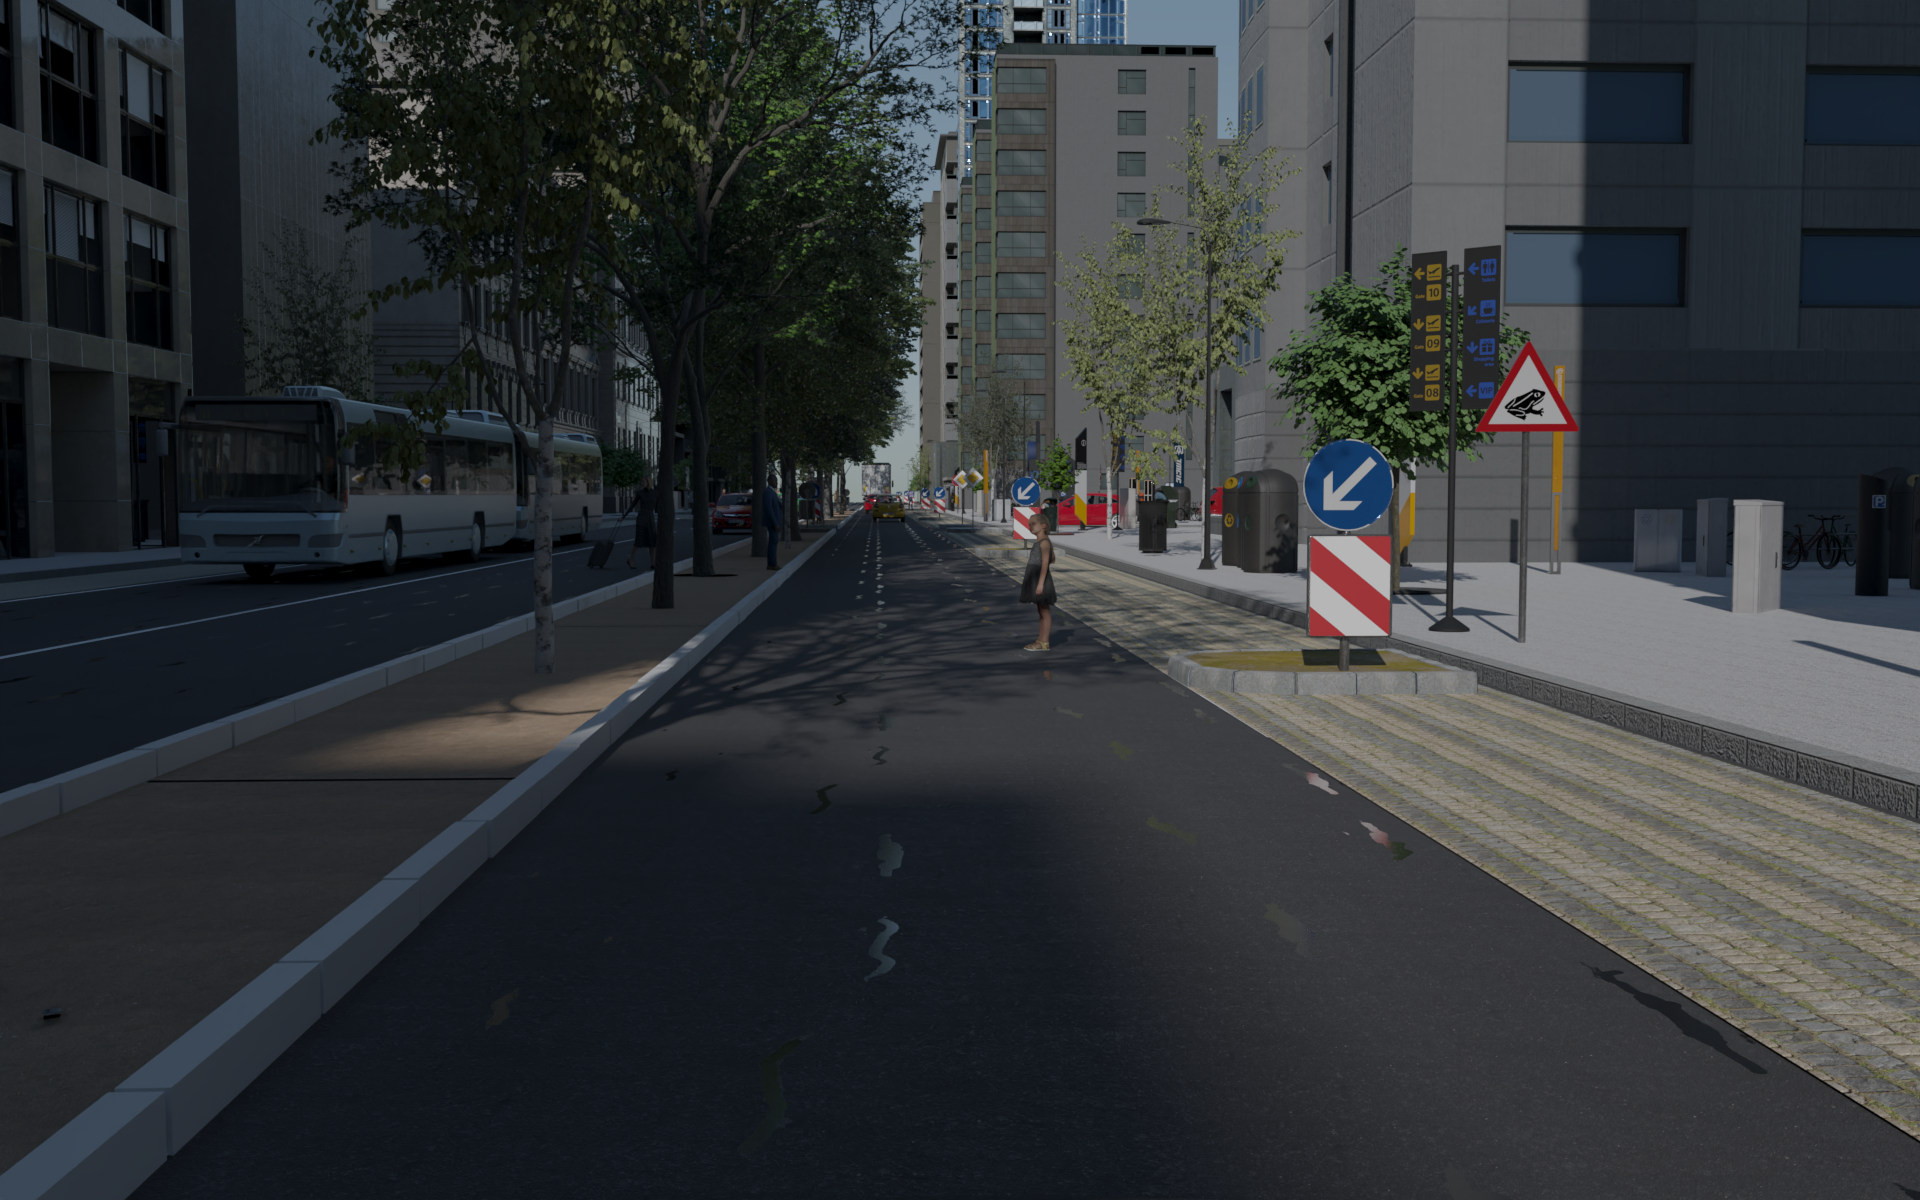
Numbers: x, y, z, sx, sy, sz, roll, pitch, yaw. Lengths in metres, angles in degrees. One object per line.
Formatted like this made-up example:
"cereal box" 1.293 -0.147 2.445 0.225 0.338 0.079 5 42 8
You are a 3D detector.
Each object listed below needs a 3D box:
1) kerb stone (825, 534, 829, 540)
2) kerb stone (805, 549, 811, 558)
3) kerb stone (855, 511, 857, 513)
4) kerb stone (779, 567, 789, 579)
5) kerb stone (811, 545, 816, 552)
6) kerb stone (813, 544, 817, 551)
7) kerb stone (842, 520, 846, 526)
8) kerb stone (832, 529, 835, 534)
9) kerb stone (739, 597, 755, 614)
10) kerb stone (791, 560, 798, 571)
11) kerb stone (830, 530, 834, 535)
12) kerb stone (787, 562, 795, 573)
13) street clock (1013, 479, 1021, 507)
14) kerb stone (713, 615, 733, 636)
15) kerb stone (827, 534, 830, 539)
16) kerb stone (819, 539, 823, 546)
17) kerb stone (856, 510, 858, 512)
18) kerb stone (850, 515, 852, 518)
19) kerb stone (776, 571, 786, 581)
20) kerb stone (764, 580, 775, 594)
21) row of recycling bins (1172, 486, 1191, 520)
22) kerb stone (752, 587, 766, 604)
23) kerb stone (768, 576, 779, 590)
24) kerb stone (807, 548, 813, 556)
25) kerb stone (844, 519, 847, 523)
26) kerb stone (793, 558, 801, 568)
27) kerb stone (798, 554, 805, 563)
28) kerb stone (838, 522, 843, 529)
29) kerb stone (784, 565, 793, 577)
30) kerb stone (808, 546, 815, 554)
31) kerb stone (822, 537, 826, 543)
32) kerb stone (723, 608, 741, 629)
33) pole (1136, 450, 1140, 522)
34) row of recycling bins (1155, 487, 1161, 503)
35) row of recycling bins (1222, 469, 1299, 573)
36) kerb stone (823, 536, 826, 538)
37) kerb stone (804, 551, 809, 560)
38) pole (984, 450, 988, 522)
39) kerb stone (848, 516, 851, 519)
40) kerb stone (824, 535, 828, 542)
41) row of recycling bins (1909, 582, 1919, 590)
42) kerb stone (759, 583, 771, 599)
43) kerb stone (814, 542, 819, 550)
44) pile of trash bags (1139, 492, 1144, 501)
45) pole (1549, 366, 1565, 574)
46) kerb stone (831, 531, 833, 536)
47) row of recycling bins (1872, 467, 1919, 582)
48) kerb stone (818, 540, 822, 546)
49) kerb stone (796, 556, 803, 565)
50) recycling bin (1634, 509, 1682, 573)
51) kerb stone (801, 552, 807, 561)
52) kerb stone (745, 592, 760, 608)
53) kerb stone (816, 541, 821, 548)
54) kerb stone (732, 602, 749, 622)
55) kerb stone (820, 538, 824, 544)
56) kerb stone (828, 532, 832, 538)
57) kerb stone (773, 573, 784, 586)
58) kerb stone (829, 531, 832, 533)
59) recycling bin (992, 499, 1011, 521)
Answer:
"kerb stone" -4.040 -1.784 51.360 0.120 0.150 1.000 0 4 -3
"kerb stone" -3.401 -0.965 38.042 0.120 0.150 1.000 0 4 -3
"kerb stone" -7.159 -5.760 116.378 0.120 0.150 1.000 0 4 -3
"kerb stone" -2.969 -0.406 28.832 0.120 0.150 1.000 0 4 -3
"kerb stone" -3.550 -1.157 41.117 0.120 0.150 1.000 0 4 -3
"kerb stone" -3.608 -1.217 42.138 0.120 0.150 1.000 0 4 -3
"kerb stone" -5.299 -3.372 77.472 0.120 0.150 1.000 0 4 -3
"kerb stone" -4.382 -2.222 58.529 0.120 0.150 1.000 0 4 -3
"kerb stone" -2.572 0.096 20.621 0.120 0.150 1.000 0 4 -3
"kerb stone" -3.113 -0.593 31.896 0.120 0.150 1.000 0 4 -3
"kerb stone" -4.339 -2.159 57.508 0.120 0.150 1.000 0 4 -3
"kerb stone" -3.066 -0.531 30.874 0.120 0.150 1.000 0 4 -3
"street clock" 2.761 -4.734 81.976 0.358 2.002 0.471 -3 5 -41
"kerb stone" -2.426 0.285 17.541 0.120 0.150 1.000 0 4 -3
"kerb stone" -4.093 -1.844 52.381 0.120 0.150 1.000 0 4 -3
"kerb stone" -3.800 -1.471 46.246 0.120 0.150 1.000 0 4 -3
"kerb stone" -7.352 -6.011 120.482 0.120 0.150 1.000 0 4 -3
"kerb stone" -6.132 -4.443 94.872 0.120 0.150 1.000 0 4 -3
"kerb stone" -2.914 -0.335 27.797 0.120 0.150 1.000 0 4 -3
"kerb stone" -2.761 -0.154 24.719 0.120 0.150 1.000 0 4 -3
"row of recycling bins" 10.842 -4.809 85.733 1.069 1.692 3.534 0 4 4
"kerb stone" -2.668 -0.029 22.667 0.120 0.150 1.000 0 4 -3
"kerb stone" -2.814 -0.217 25.748 0.120 0.150 1.000 0 4 -3
"kerb stone" -3.452 -1.028 39.063 0.120 0.150 1.000 0 4 -3
"kerb stone" -5.393 -3.506 79.513 0.120 0.150 1.000 0 4 -3
"kerb stone" -3.162 -0.651 32.917 0.120 0.150 1.000 0 4 -3
"kerb stone" -3.256 -0.779 34.966 0.120 0.150 1.000 0 4 -3
"kerb stone" -5.045 -3.067 72.354 0.120 0.150 1.000 0 4 -3
"kerb stone" -3.008 -0.464 29.854 0.120 0.150 1.000 0 4 -3
"kerb stone" -3.500 -1.094 40.090 0.120 0.150 1.000 0 4 -3
"kerb stone" -3.890 -1.590 48.289 0.120 0.150 1.000 0 4 -3
"kerb stone" -2.476 0.225 18.572 0.120 0.150 1.000 0 4 -3
"pole" 8.284 -5.321 80.844 0.158 3.312 0.155 0 3 0
"row of recycling bins" 12.320 -5.919 103.892 1.069 1.692 3.534 0 4 -5
"row of recycling bins" 5.153 -1.379 29.660 1.069 1.692 3.534 0 4 1
"kerb stone" -3.950 -1.655 49.309 0.120 0.150 1.000 0 4 -3
"kerb stone" -3.360 -0.907 37.020 0.120 0.150 1.000 0 4 -3
"pole" 1.194 -5.275 80.094 0.158 3.312 0.155 0 3 0
"kerb stone" -5.940 -4.195 90.783 0.120 0.150 1.000 0 4 -3
"kerb stone" -3.998 -1.721 50.330 0.120 0.150 1.000 0 4 -3
"row of recycling bins" 14.515 -0.958 22.769 3.534 1.692 1.069 1 4 16
"kerb stone" -2.710 -0.091 23.691 0.120 0.150 1.000 0 4 -3
"kerb stone" -3.650 -1.283 43.167 0.120 0.150 1.000 0 4 -3
"pile of trash bags" 8.823 -5.252 95.622 3.447 1.369 1.912 3 5 44
"pole" 9.522 -2.066 27.617 0.158 3.312 0.155 0 3 0
"kerb stone" -4.292 -2.097 56.487 0.120 0.150 1.000 0 4 -3
"row of recycling bins" 15.645 -1.175 26.320 3.534 1.692 1.069 1 4 11
"kerb stone" -3.744 -1.408 45.221 0.120 0.150 1.000 0 4 -3
"kerb stone" -3.206 -0.718 33.940 0.120 0.150 1.000 0 4 -3
"recycling bin" 11.556 -0.986 28.683 0.722 1.027 0.722 1 4 22
"kerb stone" -3.307 -0.844 35.991 0.120 0.150 1.000 0 4 -3
"kerb stone" -2.623 0.034 21.644 0.120 0.150 1.000 0 4 -3
"kerb stone" -3.698 -1.344 44.197 0.120 0.150 1.000 0 4 -3
"kerb stone" -2.516 0.159 19.600 0.120 0.150 1.000 0 4 -3
"kerb stone" -3.855 -1.531 47.267 0.120 0.150 1.000 0 4 -3
"kerb stone" -4.190 -1.972 54.438 0.120 0.150 1.000 0 4 -3
"kerb stone" -2.855 -0.280 26.773 0.120 0.150 1.000 0 4 -3
"kerb stone" -4.240 -2.034 55.459 0.120 0.150 1.000 0 4 -3
"recycling bin" 1.954 -4.255 82.118 0.722 1.027 0.722 -1 4 -21
